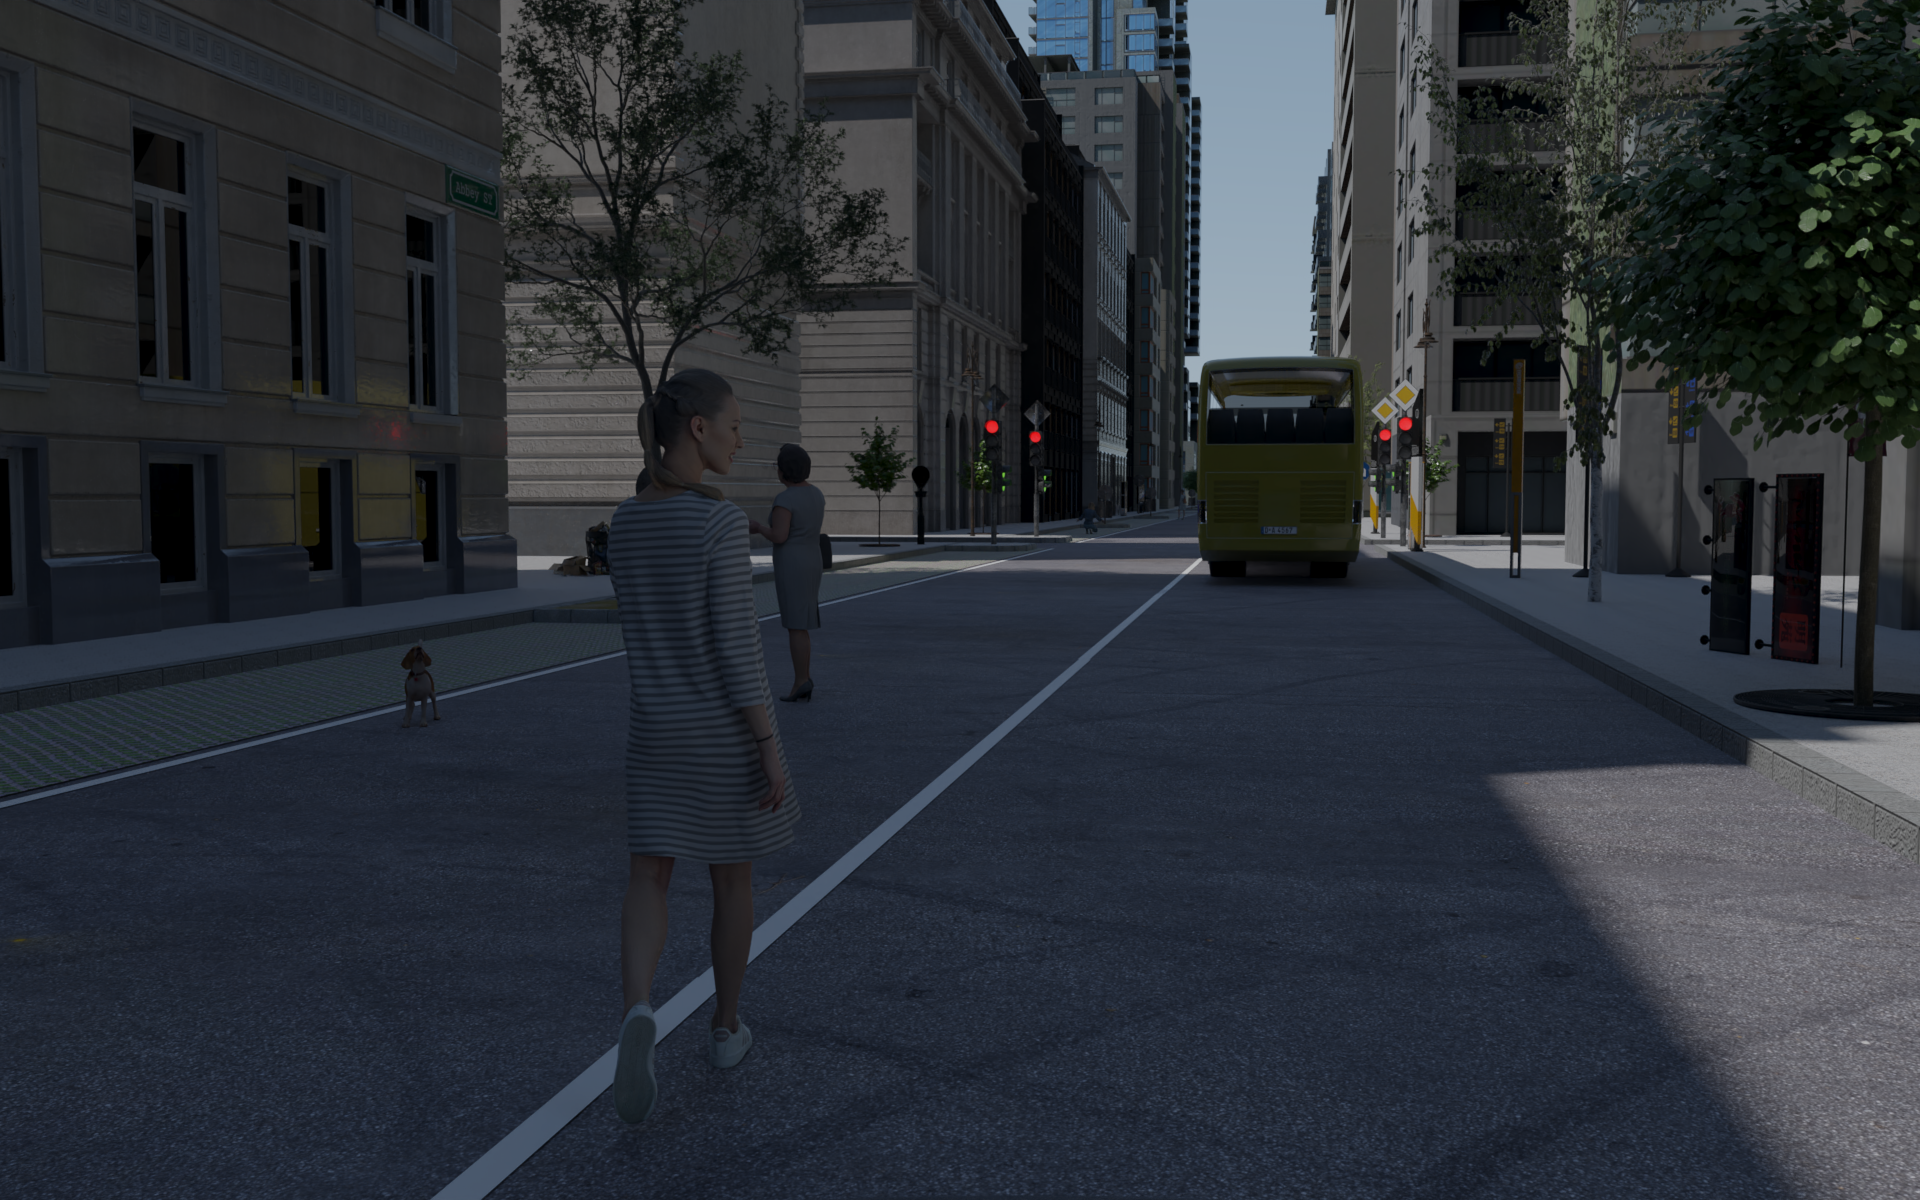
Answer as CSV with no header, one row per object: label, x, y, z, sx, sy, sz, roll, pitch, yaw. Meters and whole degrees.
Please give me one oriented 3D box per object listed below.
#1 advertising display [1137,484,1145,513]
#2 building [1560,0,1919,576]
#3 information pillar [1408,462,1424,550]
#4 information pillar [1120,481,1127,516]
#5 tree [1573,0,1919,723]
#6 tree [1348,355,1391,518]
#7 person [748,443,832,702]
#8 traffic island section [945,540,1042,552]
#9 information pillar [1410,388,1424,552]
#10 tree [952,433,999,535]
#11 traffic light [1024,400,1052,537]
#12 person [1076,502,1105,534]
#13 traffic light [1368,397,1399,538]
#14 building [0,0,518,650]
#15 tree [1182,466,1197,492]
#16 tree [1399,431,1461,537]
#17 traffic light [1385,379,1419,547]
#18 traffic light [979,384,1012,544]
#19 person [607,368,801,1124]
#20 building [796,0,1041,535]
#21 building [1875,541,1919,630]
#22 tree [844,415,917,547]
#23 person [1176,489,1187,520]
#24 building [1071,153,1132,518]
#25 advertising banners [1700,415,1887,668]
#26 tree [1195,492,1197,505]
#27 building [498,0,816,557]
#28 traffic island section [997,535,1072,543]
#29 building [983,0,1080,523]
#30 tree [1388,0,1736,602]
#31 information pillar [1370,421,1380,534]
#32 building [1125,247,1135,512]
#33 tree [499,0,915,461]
advertising display,12.018,-6.728,115.218,0.123,1.923,0.974,2,4,32
building,18.633,-21.302,31.887,14.154,41.232,14.086,1,4,10
information pillar,10.464,-2.157,39.754,0.304,2.012,0.304,0,4,5
information pillar,9.555,-5.908,101.079,0.304,2.012,0.304,2,4,24
tree,5.451,-1.620,10.202,4.285,4.588,4.351,0,3,0
tree,21.108,-8.579,90.635,4.737,8.622,4.395,0,3,0
person,-1.169,-0.196,12.060,0.532,1.782,0.716,2,4,27
traffic island section,0.843,-1.344,44.247,2.009,0.180,2.903,1,4,10
information pillar,10.187,-2.890,38.612,0.183,3.616,0.504,0,4,-5
tree,0.827,-3.696,55.034,1.663,3.219,1.824,0,3,0
traffic light,2.317,-3.856,51.961,0.839,4.253,0.868,1,4,10
person,4.596,-2.933,61.955,1.012,1.151,0.738,2,4,24
traffic light,12.267,-3.746,50.165,0.839,4.253,0.868,1,4,10
building,-13.925,-13.978,14.442,13.634,28.700,20.117,1,4,10
tree,27.140,-13.337,201.767,4.285,4.588,4.351,0,3,0
tree,13.913,-3.514,52.059,1.663,3.219,1.824,0,3,0
traffic light,10.831,-3.265,42.310,0.839,4.253,0.868,1,4,10
traffic light,0.881,-3.375,44.106,0.839,4.253,0.868,1,4,10
person,-0.635,0.312,4.156,0.466,1.731,0.760,0,4,2
building,-5.154,-13.694,65.695,13.314,21.916,24.055,1,4,10
building,17.199,-34.541,2.993,20.563,71.187,20.611,1,4,10
tree,-2.023,-2.929,42.497,1.663,3.219,1.824,0,3,0
person,12.281,-5.265,95.594,0.522,1.701,0.512,3,5,44
building,4.374,-15.436,101.523,9.793,20.994,18.267,1,4,10
advertising banners,6.385,-1.041,13.201,0.090,3.025,2.074,-1,4,-13
tree,28.284,-13.073,208.350,1.663,3.219,1.824,0,3,0
building,-13.962,-12.965,40.852,19.941,23.489,11.050,1,4,10
traffic island section,2.280,-1.824,52.103,2.009,0.180,2.903,1,4,10
building,-0.936,-15.623,85.118,12.332,23.373,15.834,1,4,10
tree,7.326,-4.284,20.405,4.360,8.622,3.978,0,3,0
information pillar,13.382,-3.944,55.847,0.183,3.616,0.504,-1,4,-10
building,5.175,-17.684,118.813,12.332,23.373,15.834,1,4,10
tree,-4.974,-5.767,28.703,8.767,10.594,7.601,-1,4,-12
